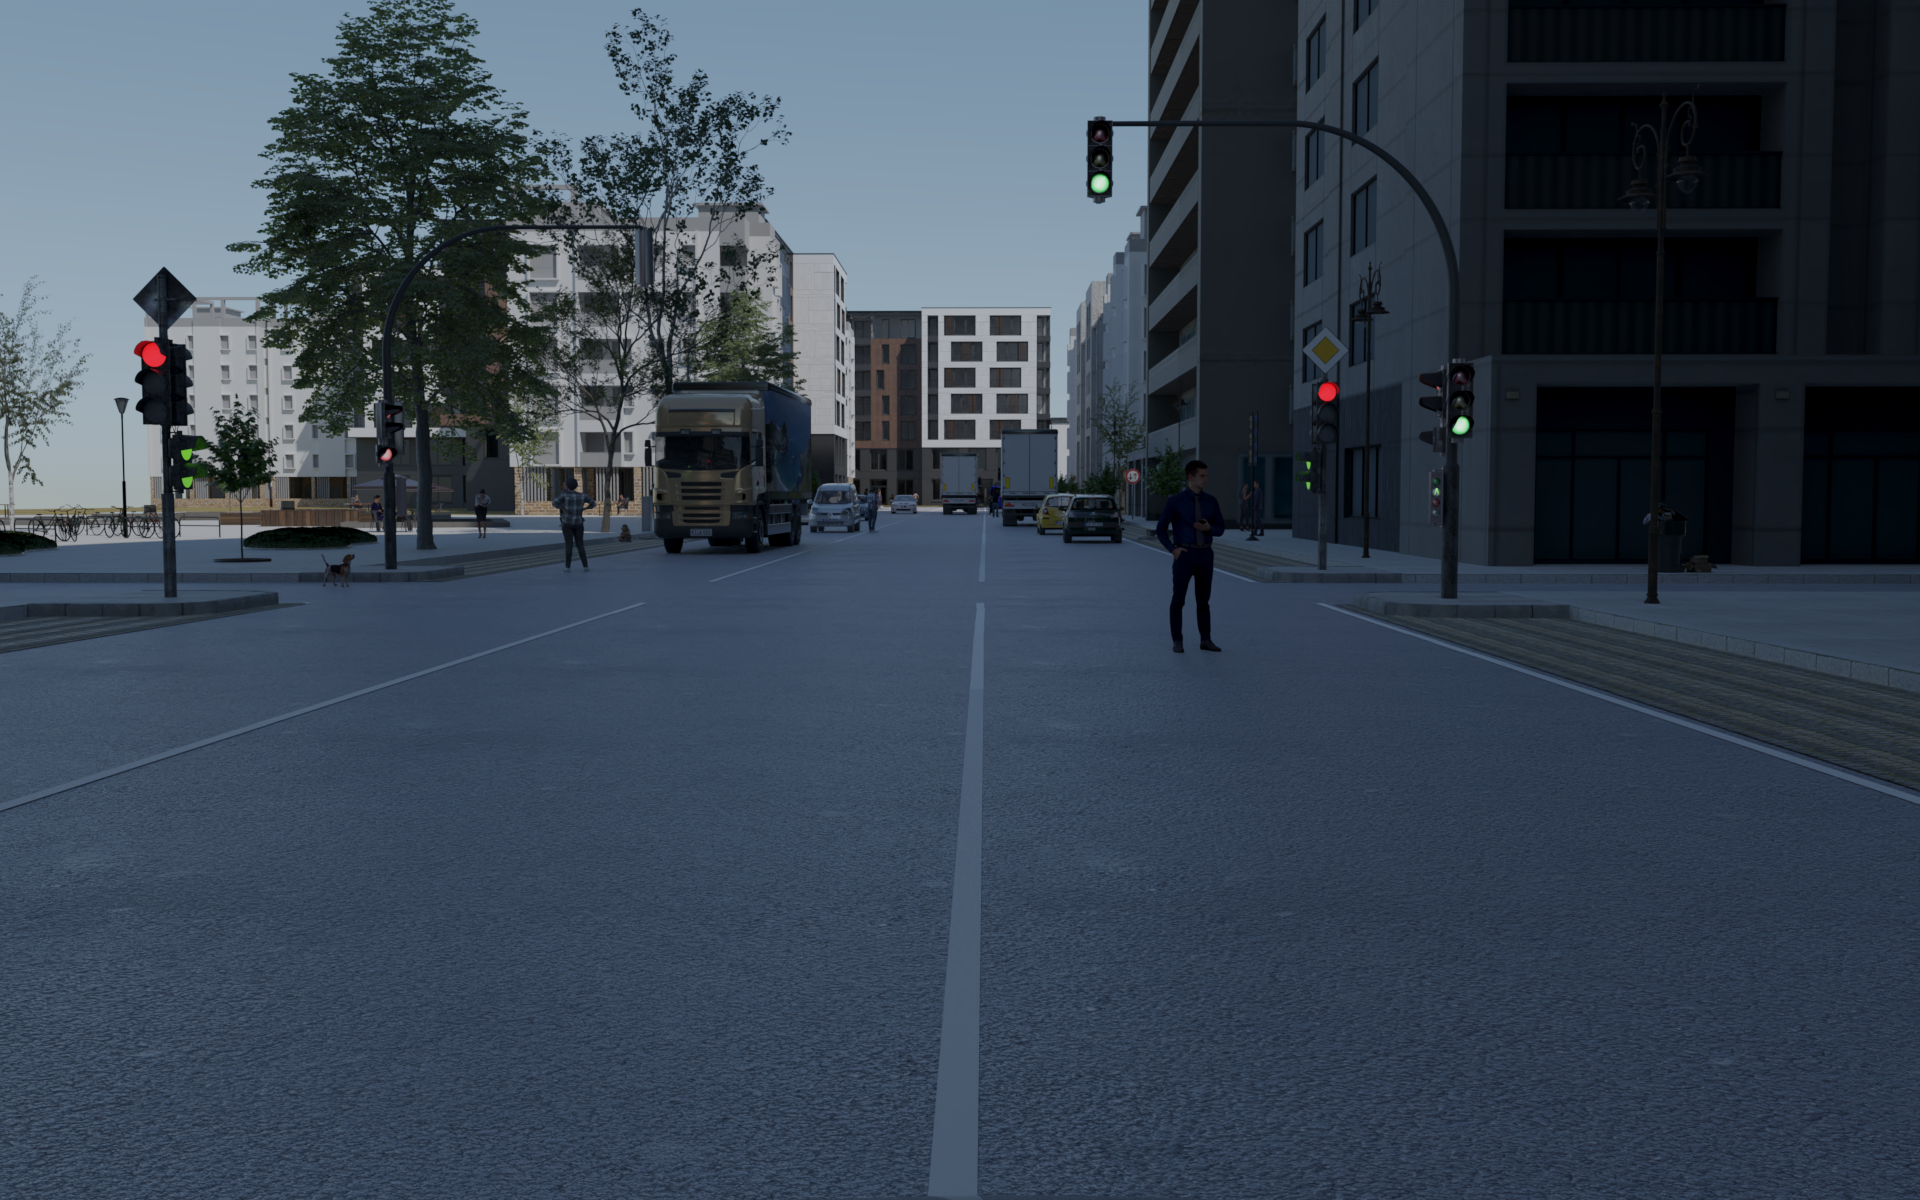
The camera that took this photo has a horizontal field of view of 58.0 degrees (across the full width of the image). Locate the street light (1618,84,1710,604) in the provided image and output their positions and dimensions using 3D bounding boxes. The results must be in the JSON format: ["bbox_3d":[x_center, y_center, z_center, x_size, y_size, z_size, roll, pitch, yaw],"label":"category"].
[{"bbox_3d":[8.116,-2.896,20.132,0.468,5.910,1.993,0,4,1],"label":"street light"}]

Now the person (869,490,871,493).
[{"bbox_3d":[-6.441,-7.009,123.774,0.721,1.739,1.217,3,5,43],"label":"person"}]

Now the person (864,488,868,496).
[{"bbox_3d":[-6.123,-6.467,114.248,0.705,1.822,1.348,-2,4,-25],"label":"person"}]

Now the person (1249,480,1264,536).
[{"bbox_3d":[9.065,-2.808,52.872,0.530,1.710,0.541,1,4,22],"label":"person"}]

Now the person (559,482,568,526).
[{"bbox_3d":[-15.604,-3.784,68.456,0.990,1.755,0.434,3,4,39],"label":"person"}]

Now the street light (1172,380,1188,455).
[{"bbox_3d":[8.778,-5.902,69.279,0.468,5.910,1.993,0,4,1],"label":"street light"}]

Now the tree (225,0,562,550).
[{"bbox_3d":[-12.753,-7.433,39.651,7.486,12.596,7.792,0,3,0],"label":"tree"}]

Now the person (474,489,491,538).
[{"bbox_3d":[-13.907,-2.513,50.323,0.799,1.438,0.628,3,5,40],"label":"person"}]

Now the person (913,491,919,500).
[{"bbox_3d":[-4.734,-10.541,181.548,0.721,1.736,1.217,3,5,41],"label":"person"}]

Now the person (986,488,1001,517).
[{"bbox_3d":[2.228,-6.071,107.772,1.348,1.822,0.705,2,4,24],"label":"person"}]

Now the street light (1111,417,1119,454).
[{"bbox_3d":[9.219,-7.994,103.491,0.468,5.910,1.993,0,4,1],"label":"street light"}]

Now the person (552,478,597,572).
[{"bbox_3d":[-7.155,-1.396,32.047,0.841,1.734,0.376,-2,4,-24],"label":"person"}]

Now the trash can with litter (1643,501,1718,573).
[{"bbox_3d":[11.814,-1.041,28.403,1.055,1.170,0.624,0,4,-4],"label":"trash can with litter"}]

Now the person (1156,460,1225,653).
[{"bbox_3d":[2.133,-0.398,15.708,0.576,1.737,0.504,-2,4,-25],"label":"person"}]

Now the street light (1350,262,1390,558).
[{"bbox_3d":[8.154,-3.781,34.610,0.468,5.910,1.993,0,4,1],"label":"street light"}]

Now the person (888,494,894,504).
[{"bbox_3d":[-5.680,-8.191,145.687,1.065,1.426,0.557,1,4,13],"label":"person"}]

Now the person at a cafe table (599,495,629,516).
[{"bbox_3d":[-20.305,-5.560,101.763,1.726,1.238,1.698,-2,4,-34],"label":"person at a cafe table"}]

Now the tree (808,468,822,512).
[{"bbox_3d":[-10.387,-7.914,123.995,1.663,3.219,1.824,0,3,0],"label":"tree"}]

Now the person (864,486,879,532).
[{"bbox_3d":[-3.304,-3.421,65.157,0.376,1.734,0.841,-2,4,-27],"label":"person"}]

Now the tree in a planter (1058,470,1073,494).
[{"bbox_3d":[7.674,-8.184,131.028,1.991,3.239,1.994,0,4,1],"label":"tree in a planter"}]

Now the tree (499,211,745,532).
[{"bbox_3d":[-11.597,-7.520,57.370,7.601,10.594,8.767,3,4,36],"label":"tree"}]

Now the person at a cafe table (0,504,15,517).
[{"bbox_3d":[-53.195,-5.172,95.431,1.698,1.238,1.726,-3,5,-39],"label":"person at a cafe table"}]

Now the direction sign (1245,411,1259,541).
[{"bbox_3d":[8.041,-3.397,47.538,0.379,3.537,0.876,0,4,-5],"label":"direction sign"}]

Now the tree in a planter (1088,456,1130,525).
[{"bbox_3d":[6.937,-5.157,81.543,1.991,3.239,1.994,0,4,1],"label":"tree in a planter"}]

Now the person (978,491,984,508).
[{"bbox_3d":[2.046,-10.470,180.512,1.217,1.723,0.721,1,4,23],"label":"person"}]

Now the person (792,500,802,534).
[{"bbox_3d":[-5.911,-3.151,62.231,0.499,1.552,0.429,0,4,-2],"label":"person"}]

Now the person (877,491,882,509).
[{"bbox_3d":[-7.673,-9.491,164.597,0.541,1.710,0.530,-2,4,-25],"label":"person"}]

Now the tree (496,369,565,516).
[{"bbox_3d":[-25.636,-9.260,101.763,4.737,8.622,4.395,0,3,0],"label":"tree"}]

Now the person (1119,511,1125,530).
[{"bbox_3d":[6.203,-3.122,67.838,0.655,0.850,0.859,-3,5,-42],"label":"person"}]

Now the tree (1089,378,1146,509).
[{"bbox_3d":[10.252,-9.761,109.955,4.737,8.622,4.395,0,3,0],"label":"tree"}]

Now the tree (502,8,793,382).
[{"bbox_3d":[-12.964,-13.131,70.580,12.611,20.169,13.585,0,3,0],"label":"tree"}]

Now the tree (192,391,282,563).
[{"bbox_3d":[-13.738,-2.332,32.726,1.663,3.219,1.824,0,3,0],"label":"tree"}]

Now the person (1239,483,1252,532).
[{"bbox_3d":[9.815,-3.170,59.346,0.593,1.643,0.415,3,4,36],"label":"person"}]

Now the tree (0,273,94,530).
[{"bbox_3d":[-31.168,-6.535,57.207,4.360,8.622,3.978,0,3,0],"label":"tree"}]

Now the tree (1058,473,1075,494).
[{"bbox_3d":[9.940,-9.861,155.835,1.663,3.219,1.824,0,3,0],"label":"tree"}]

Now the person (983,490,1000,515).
[{"bbox_3d":[2.198,-6.788,120.202,1.217,1.735,0.721,0,4,-3],"label":"person"}]

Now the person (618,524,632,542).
[{"bbox_3d":[-9.968,-1.994,51.575,0.381,0.543,0.357,1,4,22],"label":"person"}]

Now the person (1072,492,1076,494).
[{"bbox_3d":[5.527,-4.437,83.259,0.569,1.553,0.471,1,4,17],"label":"person"}]

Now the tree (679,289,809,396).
[{"bbox_3d":[-12.038,-10.860,95.694,7.486,12.596,7.792,0,3,0],"label":"tree"}]

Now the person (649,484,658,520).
[{"bbox_3d":[-15.273,-4.916,86.540,0.598,1.807,0.434,-1,4,-21],"label":"person"}]

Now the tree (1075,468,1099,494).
[{"bbox_3d":[9.707,-8.168,128.152,1.663,3.219,1.824,0,3,0],"label":"tree"}]

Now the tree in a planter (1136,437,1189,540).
[{"bbox_3d":[6.524,-3.482,54.152,1.991,3.239,1.994,0,4,1],"label":"tree in a planter"}]

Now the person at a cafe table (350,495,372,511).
[{"bbox_3d":[-35.476,-5.596,102.354,1.698,1.238,1.726,-3,4,-37],"label":"person at a cafe table"}]
